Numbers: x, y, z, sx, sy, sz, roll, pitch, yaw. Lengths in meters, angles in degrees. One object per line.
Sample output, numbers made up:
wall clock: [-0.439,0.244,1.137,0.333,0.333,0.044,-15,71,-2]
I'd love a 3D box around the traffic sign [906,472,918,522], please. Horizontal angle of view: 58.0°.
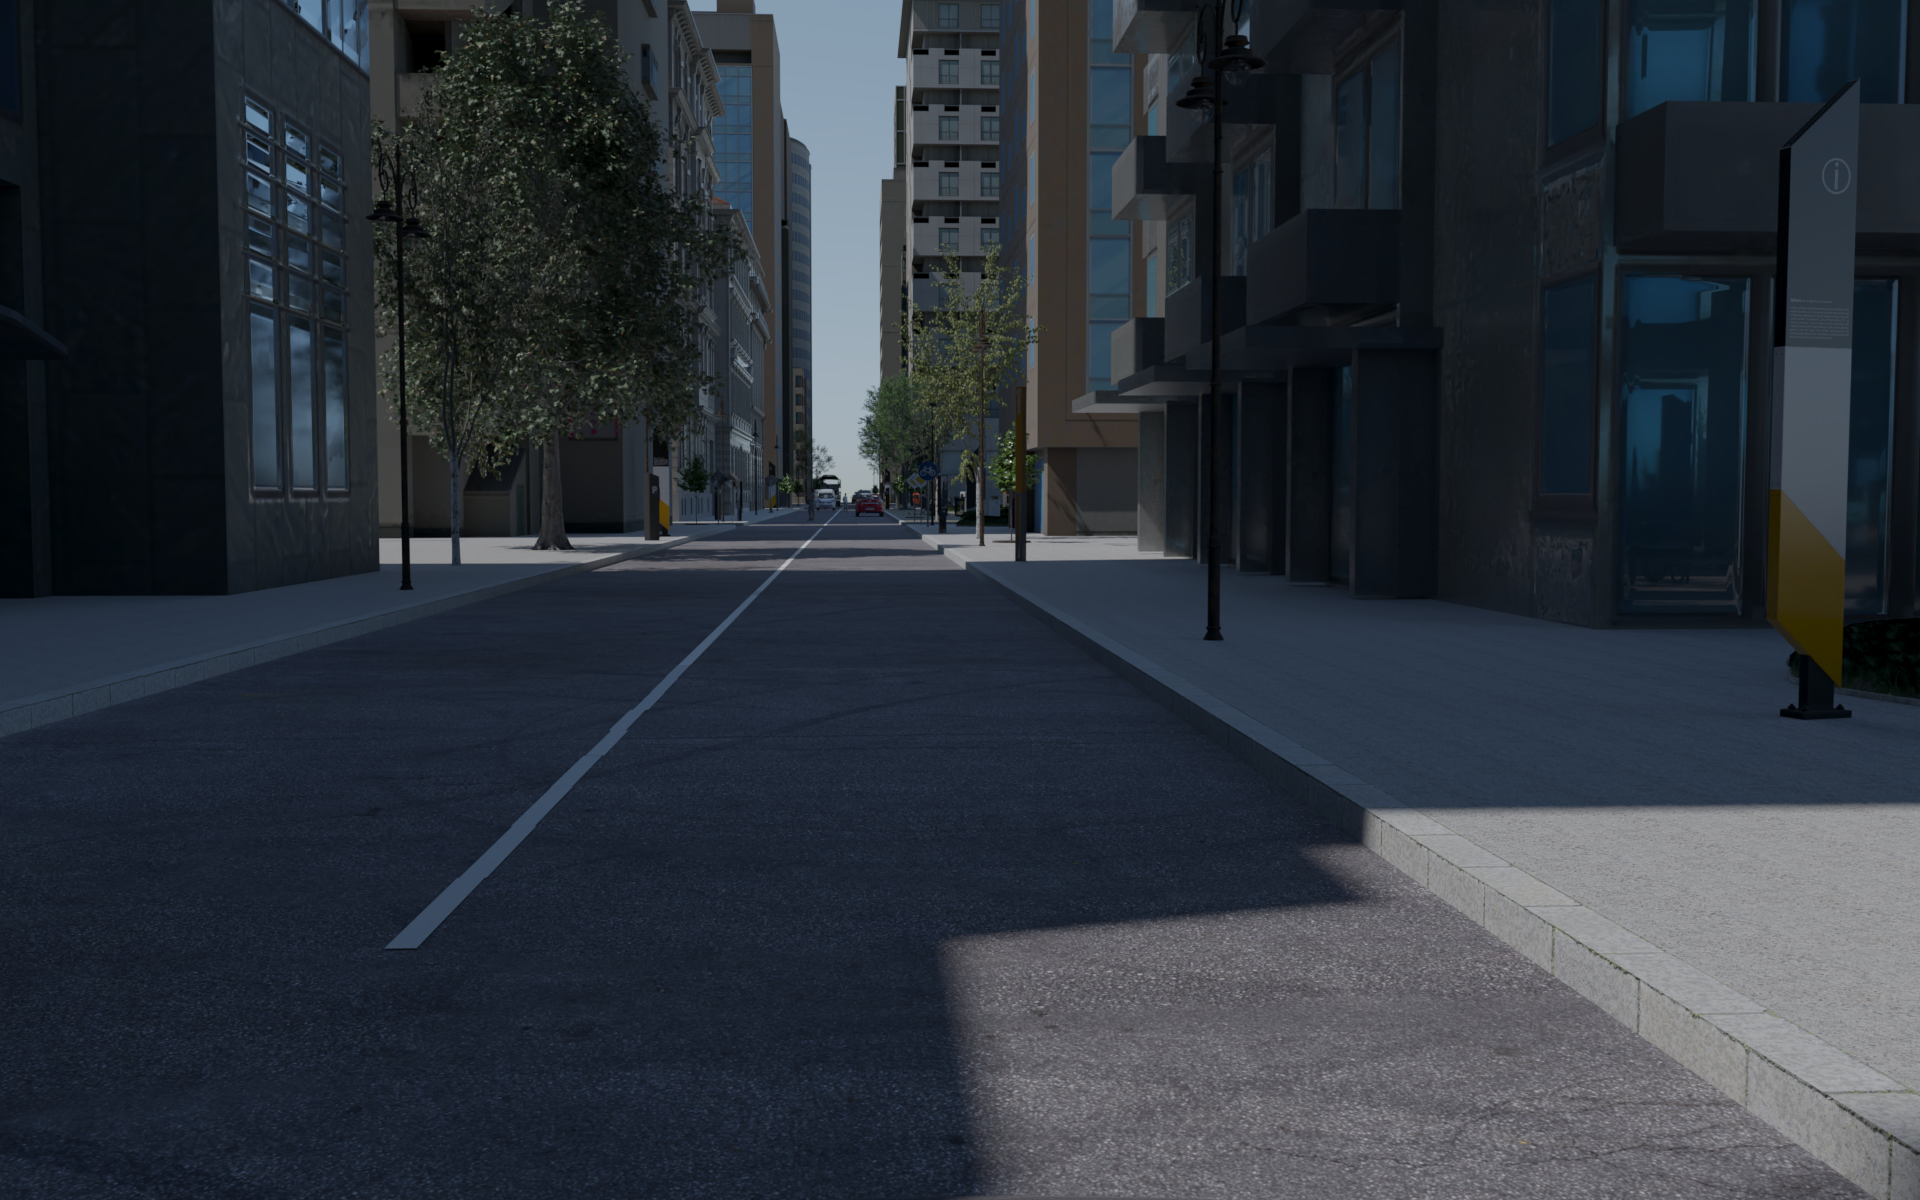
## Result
traffic sign: [-2.082,-4.626,79.277,0.795,2.450,0.064,0,4,-3]

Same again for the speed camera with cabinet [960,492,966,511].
speed camera with cabinet: [0.603,-7.840,122.524,0.660,3.252,2.038,-1,4,-19]

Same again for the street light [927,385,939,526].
street light: [-1.126,-5.980,70.568,0.468,5.910,1.993,0,4,-3]

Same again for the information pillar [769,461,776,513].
information pillar: [-13.055,-7.887,120.300,0.504,3.616,0.183,-1,4,-9]

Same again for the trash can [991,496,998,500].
trash can: [3.101,-8.734,154.454,0.748,1.137,0.748,0,3,0]

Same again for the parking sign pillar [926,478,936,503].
parking sign pillar: [-2.725,-10.051,152.801,1.447,3.967,1.447,0,4,2]

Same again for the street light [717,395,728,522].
street light: [-10.899,-6.528,79.517,0.468,5.910,1.993,0,4,-3]

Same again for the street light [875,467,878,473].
street light: [-10.737,-15.753,230.347,0.468,5.910,1.993,0,4,-3]

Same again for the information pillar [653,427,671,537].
information pillar: [-9.013,-3.728,52.305,0.504,3.616,0.183,-1,4,-10]

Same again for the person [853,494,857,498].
person: [-13.485,-13.497,229.200,1.348,1.821,0.705,1,4,11]

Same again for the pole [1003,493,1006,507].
pole: [3.033,-7.593,117.986,0.158,3.312,0.155,0,3,0]

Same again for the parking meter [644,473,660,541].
parking meter: [-8.490,-2.572,47.756,0.255,1.863,0.399,3,4,39]

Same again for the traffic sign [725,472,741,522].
traffic sign: [-10.363,-4.597,78.804,0.795,2.450,0.064,0,4,-3]

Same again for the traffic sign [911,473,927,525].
traffic sign: [-1.605,-4.138,71.307,0.795,2.450,0.064,0,4,-3]

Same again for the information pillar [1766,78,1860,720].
information pillar: [4.842,-1.130,9.825,0.504,3.616,0.183,-1,4,-18]

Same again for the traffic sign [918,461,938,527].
traffic sign: [-1.245,-4.090,66.983,0.768,2.556,0.104,0,3,0]

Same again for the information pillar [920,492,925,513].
information pillar: [-2.500,-6.846,116.421,0.304,2.012,0.304,0,4,-5]

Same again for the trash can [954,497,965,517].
trash can: [-0.016,-5.341,98.973,0.748,1.137,0.748,0,3,0]

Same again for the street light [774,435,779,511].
street light: [-14.067,-9.813,133.237,0.468,5.910,1.993,0,4,-3]

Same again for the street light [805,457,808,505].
street light: [-18.585,-14.485,209.615,0.468,5.910,1.993,0,4,-3]

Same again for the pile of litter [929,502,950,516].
pile of litter: [-1.306,-5.331,101.133,1.176,0.858,1.719,-3,4,-37]

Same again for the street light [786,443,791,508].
street light: [-15.441,-11.217,156.189,0.468,5.910,1.993,0,4,-3]

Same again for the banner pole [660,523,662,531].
banner pole: [-10.206,-4.255,59.583,0.401,3.779,0.863,-3,4,-37]

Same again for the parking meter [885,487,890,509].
parking meter: [-6.190,-8.675,147.548,0.399,1.863,0.255,0,4,2]

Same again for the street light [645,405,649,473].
street light: [-9.002,-4.707,49.739,0.468,5.910,1.993,0,4,-3]

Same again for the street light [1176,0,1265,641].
street light: [2.230,-2.585,15.059,0.468,5.910,1.993,0,4,-3]

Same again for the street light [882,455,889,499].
street light: [-7.503,-12.474,176.730,0.468,5.910,1.993,0,4,-3]

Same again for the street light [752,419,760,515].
street light: [-12.516,-8.160,106.211,0.468,5.910,1.993,0,4,-3]

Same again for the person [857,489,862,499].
person: [-8.573,-8.592,148.841,0.638,1.841,0.748,-2,4,-24]

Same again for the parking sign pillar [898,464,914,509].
parking sign pillar: [-4.485,-9.652,146.287,1.447,3.967,1.447,0,4,6]

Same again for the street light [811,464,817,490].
street light: [-20.284,-16.250,238.479,0.468,5.910,1.993,0,4,-3]

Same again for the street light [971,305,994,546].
street light: [0.541,-4.261,42.452,0.468,5.910,1.993,0,4,-3]

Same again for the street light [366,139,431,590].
street light: [-7.421,-3.074,23.044,0.468,5.910,1.993,0,4,-3]

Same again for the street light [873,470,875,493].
street light: [-12.433,-17.558,259.860,0.468,5.910,1.993,0,4,-3]

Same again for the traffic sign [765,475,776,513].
traffic sign: [-12.699,-7.095,116.113,0.768,2.556,0.104,0,4,0]

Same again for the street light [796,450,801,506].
street light: [-17.049,-12.850,182.883,0.468,5.910,1.993,0,4,-3]

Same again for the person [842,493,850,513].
person: [-8.627,-7.331,130.962,0.523,1.515,0.503,1,4,22]

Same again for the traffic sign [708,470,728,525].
traffic sign: [-9.885,-4.110,70.833,0.795,2.450,0.064,0,4,-3]

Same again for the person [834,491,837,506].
person: [-15.159,-12.438,211.496,0.705,1.869,1.348,0,4,-5]

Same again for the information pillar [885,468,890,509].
information pillar: [-6.424,-9.918,153.518,0.504,3.616,0.183,-1,4,-10]

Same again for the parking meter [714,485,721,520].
parking meter: [-12.005,-4.901,85.840,0.255,1.863,0.399,1,4,8]

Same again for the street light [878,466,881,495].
street light: [-9.101,-14.120,203.655,0.468,5.910,1.993,0,4,-3]

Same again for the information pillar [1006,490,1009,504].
information pillar: [4.017,-8.567,144.561,0.304,2.012,0.304,1,4,18]

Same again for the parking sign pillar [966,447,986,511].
parking sign pillar: [0.885,-6.620,96.715,1.447,3.967,1.447,-2,4,-35]

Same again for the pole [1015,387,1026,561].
pole: [1.159,-2.394,32.991,0.158,3.312,0.155,0,3,0]

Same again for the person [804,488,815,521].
person: [-8.054,-5.130,92.727,0.532,1.782,0.716,-2,4,-33]
